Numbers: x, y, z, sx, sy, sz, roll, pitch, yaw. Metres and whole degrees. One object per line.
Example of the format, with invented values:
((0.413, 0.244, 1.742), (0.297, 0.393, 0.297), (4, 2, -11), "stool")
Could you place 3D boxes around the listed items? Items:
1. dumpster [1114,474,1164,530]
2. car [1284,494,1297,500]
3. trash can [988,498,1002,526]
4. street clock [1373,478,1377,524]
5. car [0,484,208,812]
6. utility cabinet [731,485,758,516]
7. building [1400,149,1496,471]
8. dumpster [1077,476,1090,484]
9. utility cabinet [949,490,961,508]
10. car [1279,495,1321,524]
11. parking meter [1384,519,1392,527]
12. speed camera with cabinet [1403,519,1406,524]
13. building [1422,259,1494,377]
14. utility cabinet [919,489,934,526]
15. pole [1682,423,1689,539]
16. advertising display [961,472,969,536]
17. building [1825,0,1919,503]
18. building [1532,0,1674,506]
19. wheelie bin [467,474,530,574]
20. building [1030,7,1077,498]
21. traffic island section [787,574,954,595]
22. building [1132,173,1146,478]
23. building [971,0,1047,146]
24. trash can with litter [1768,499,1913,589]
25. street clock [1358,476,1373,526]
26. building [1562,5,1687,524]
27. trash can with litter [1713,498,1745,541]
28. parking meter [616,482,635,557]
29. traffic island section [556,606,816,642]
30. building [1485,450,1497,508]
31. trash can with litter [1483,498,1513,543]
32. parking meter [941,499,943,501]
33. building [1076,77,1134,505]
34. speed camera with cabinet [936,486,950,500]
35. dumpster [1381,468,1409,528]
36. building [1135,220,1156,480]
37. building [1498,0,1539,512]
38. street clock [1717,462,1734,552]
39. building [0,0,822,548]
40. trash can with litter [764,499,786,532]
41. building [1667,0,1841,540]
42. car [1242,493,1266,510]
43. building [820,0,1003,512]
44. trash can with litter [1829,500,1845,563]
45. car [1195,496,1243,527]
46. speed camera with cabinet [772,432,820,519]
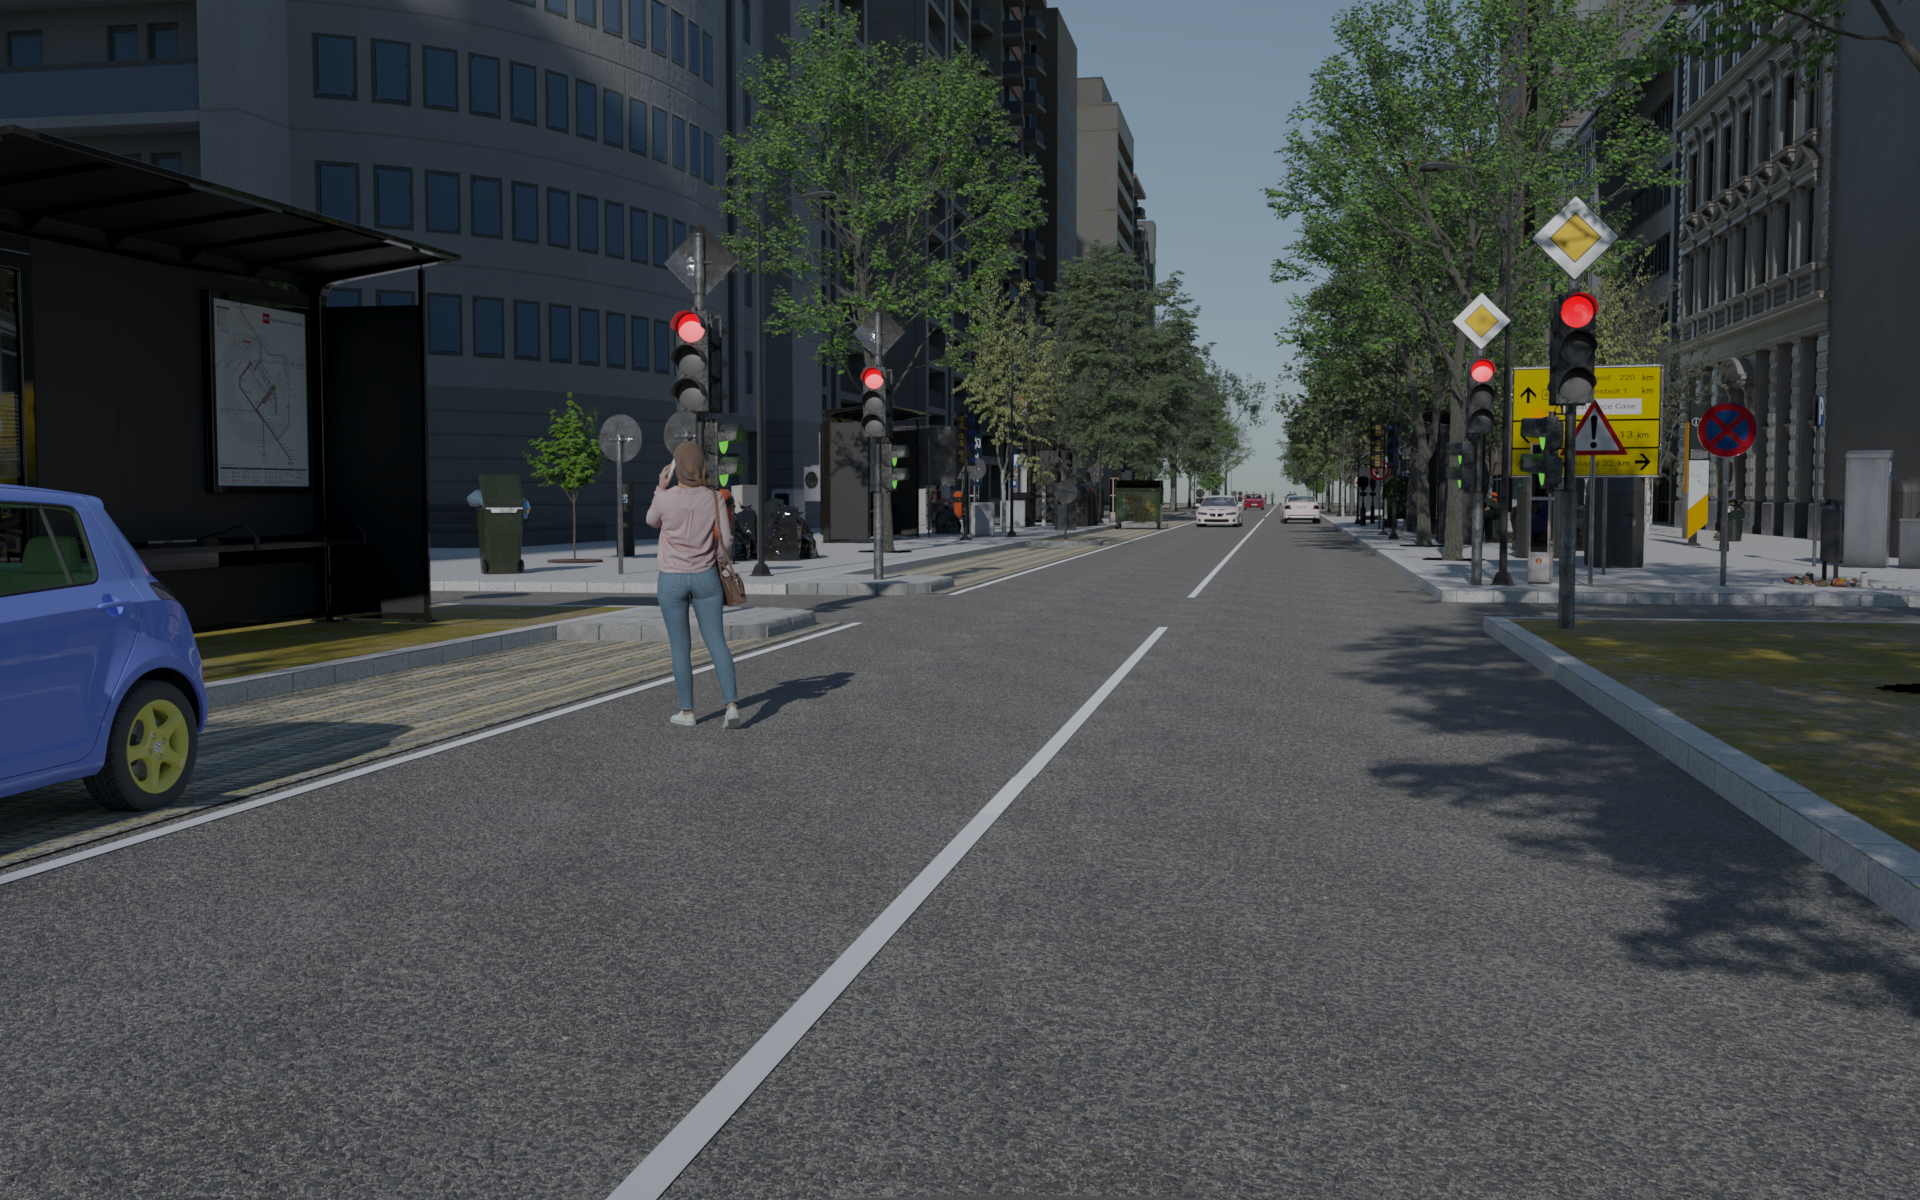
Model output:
((7.204, -3.960, 69.694), (1.985, 2.255, 1.502), (1, 4, 11), "dumpster")
((43.719, -13.405, 228.216), (2.155, 1.783, 4.494), (1, 4, 11), "car")
((1.484, -3.620, 70.840), (0.748, 1.137, 0.748), (0, 3, 0), "trash can")
((17.862, -4.305, 74.951), (0.358, 2.002, 0.471), (1, 4, 21), "street clock")
((-4.678, 0.176, 6.710), (1.945, 1.707, 3.694), (1, 4, 11), "car")
((-5.260, -2.081, 42.705), (0.318, 1.500, 1.173), (1, 4, 18), "utility cabinet")
((67.278, -34.697, 221.913), (22.147, 44.769, 28.867), (1, 4, 11), "building")
((6.564, -5.635, 94.619), (1.502, 2.255, 1.985), (1, 4, 11), "dumpster")
((-0.239, -5.708, 102.003), (1.173, 1.500, 0.318), (0, 4, -3), "utility cabinet")
((16.674, -4.434, 84.858), (2.083, 1.381, 4.827), (1, 4, 9), "car")
((16.610, -3.753, 67.080), (0.255, 1.863, 0.399), (3, 5, 43), "parking meter")
((18.128, -4.552, 68.753), (0.660, 3.252, 2.038), (2, 4, 27), "speed camera with cabinet")
((60.601, -26.287, 201.491), (14.160, 30.474, 14.107), (1, 4, 11), "building")
((-1.368, -3.745, 69.906), (0.318, 1.500, 1.173), (1, 4, 15), "utility cabinet")
((20.827, -3.409, 49.582), (0.158, 3.312, 0.155), (0, 3, 0), "pole")
((0.145, -2.741, 50.030), (0.123, 1.923, 0.974), (0, 4, -6), "advertising display")
((33.857, -14.900, 37.117), (24.014, 27.812, 14.314), (1, 4, 11), "building")
((42.525, -25.869, 106.546), (14.154, 41.232, 14.086), (1, 4, 11), "building")
((-7.443, -1.222, 27.895), (0.980, 1.594, 0.693), (-2, 4, -28), "wheelie bin")
((2.991, -31.139, 159.233), (14.600, 45.320, 14.200), (1, 4, 11), "building")
((-1.242, -0.229, 26.018), (2.009, 0.180, 2.903), (1, 4, 11), "traffic island section")
((13.214, -35.339, 232.424), (22.147, 44.769, 28.867), (1, 4, 11), "building")
((-5.110, -29.619, 138.901), (22.147, 44.769, 28.867), (1, 4, 11), "building")
((12.369, -0.830, 24.621), (1.678, 1.210, 2.233), (1, 4, 10), "trash can with litter")
((16.244, -3.988, 69.775), (0.358, 2.002, 0.471), (-1, 4, -21), "street clock")
((37.303, -15.956, 79.940), (14.314, 24.678, 30.058), (1, 4, 11), "building")
((20.834, -2.182, 47.062), (0.624, 1.170, 1.055), (0, 4, -7), "trash can with litter")
((-6.890, -1.667, 35.659), (0.372, 1.533, 0.369), (0, 3, 0), "parking meter")
((-2.723, 0.251, 18.170), (2.009, 0.180, 2.903), (1, 4, 11), "traffic island section")
((53.200, -50.651, 140.821), (22.319, 86.520, 31.000), (1, 4, 11), "building")
((14.243, -2.081, 45.411), (0.624, 1.170, 1.055), (-3, 5, -44), "trash can with litter")
((-1.108, -5.691, 98.751), (0.255, 1.863, 0.399), (-1, 4, -18), "parking meter")
((9.083, -35.672, 206.934), (21.300, 48.544, 21.600), (1, 4, 11), "building")
((-1.264, -5.543, 84.969), (0.660, 3.252, 2.038), (-2, 4, -32), "speed camera with cabinet")
((16.692, -3.859, 65.595), (1.502, 2.255, 1.985), (1, 4, 10), "dumpster")
((20.973, -34.819, 252.887), (14.154, 41.232, 14.086), (1, 4, 11), "building")
((45.247, -28.756, 120.274), (14.600, 45.320, 14.200), (1, 4, 11), "building")
((17.068, -2.083, 38.629), (0.358, 2.002, 0.471), (2, 4, 31), "street clock")
((-18.145, -31.229, 52.597), (21.231, 58.520, 28.212), (1, 4, 11), "building")
((-4.585, -1.846, 41.561), (0.624, 1.170, 1.055), (2, 4, 28), "trash can with litter")
((30.343, -13.869, 55.643), (11.050, 23.489, 19.941), (1, 4, 11), "building")
((26.537, -9.014, 156.412), (2.155, 1.783, 4.494), (1, 4, 9), "car")
((-7.979, -41.300, 113.507), (20.563, 71.187, 20.611), (1, 4, 11), "building")
((16.574, -1.274, 32.216), (0.624, 1.170, 1.055), (0, 4, 6), "trash can with litter")
((11.442, -3.909, 76.280), (2.083, 1.381, 4.827), (1, 4, 12), "car")
((-5.138, -3.761, 55.825), (2.038, 3.252, 0.660), (2, 4, 35), "speed camera with cabinet")
